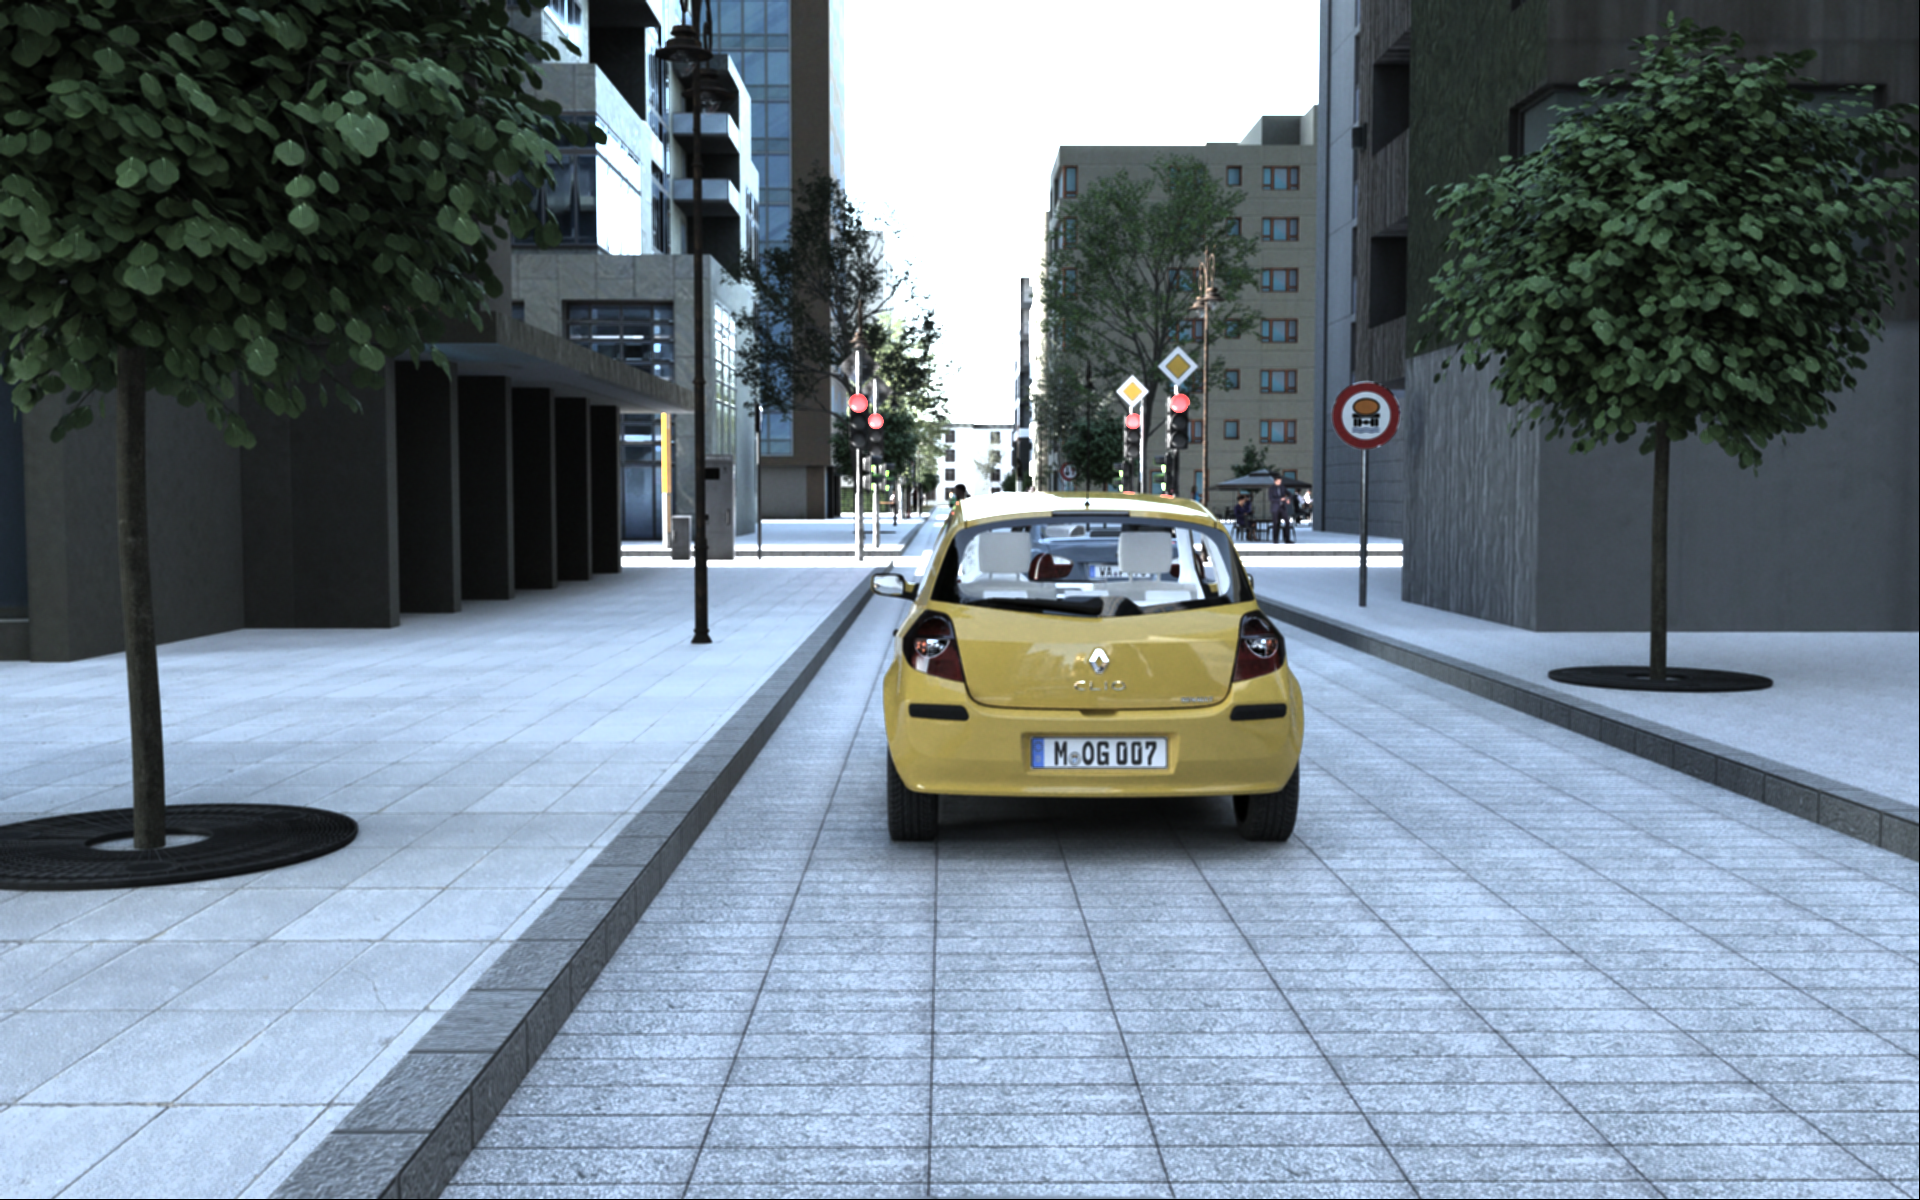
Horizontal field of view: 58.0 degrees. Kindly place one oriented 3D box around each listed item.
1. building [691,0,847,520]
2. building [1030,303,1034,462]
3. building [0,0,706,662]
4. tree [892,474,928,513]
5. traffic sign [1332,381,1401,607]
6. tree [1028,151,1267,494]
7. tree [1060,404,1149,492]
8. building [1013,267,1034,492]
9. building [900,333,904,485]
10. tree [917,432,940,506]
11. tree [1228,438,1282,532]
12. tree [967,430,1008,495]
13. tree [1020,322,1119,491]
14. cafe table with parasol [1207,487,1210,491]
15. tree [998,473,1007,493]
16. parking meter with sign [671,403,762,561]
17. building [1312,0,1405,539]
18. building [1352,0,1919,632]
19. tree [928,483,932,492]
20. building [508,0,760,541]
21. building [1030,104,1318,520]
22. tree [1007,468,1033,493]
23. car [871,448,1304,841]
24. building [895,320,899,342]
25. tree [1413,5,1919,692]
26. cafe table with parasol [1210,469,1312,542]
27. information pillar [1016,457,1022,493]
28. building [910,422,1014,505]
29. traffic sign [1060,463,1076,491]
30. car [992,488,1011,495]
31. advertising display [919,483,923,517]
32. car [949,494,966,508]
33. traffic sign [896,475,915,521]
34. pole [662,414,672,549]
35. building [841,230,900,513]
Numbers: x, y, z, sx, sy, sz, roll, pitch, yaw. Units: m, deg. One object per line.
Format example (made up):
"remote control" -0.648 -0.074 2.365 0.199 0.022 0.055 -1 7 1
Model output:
"building" -13.342 -26.998 91.520 14.600 45.320 14.200 0 4 0
"building" 14.186 -18.002 150.755 16.016 20.091 11.380 0 4 0
"building" -18.832 -22.262 18.617 28.867 44.769 22.147 0 4 0
"tree" -3.648 -7.654 119.738 1.663 3.219 1.824 0 3 0
"traffic sign" 4.601 -1.199 19.706 0.768 2.556 0.104 0 4 5
"tree" 5.687 -7.764 52.698 9.928 11.665 9.643 0 3 0
"tree" 5.330 -4.893 63.710 4.285 4.588 4.351 0 3 0
"building" 19.170 -20.107 172.721 27.936 21.610 32.646 0 4 0
"building" -21.813 -19.318 182.305 31.486 18.905 16.747 0 4 0
"tree" -3.975 -14.886 193.743 4.360 8.622 3.978 0 3 0
"tree" 9.969 -3.978 59.640 1.663 3.219 1.824 0 3 0
"tree" 3.189 -14.841 193.015 4.360 8.622 3.978 0 3 0
"tree" 4.874 -7.739 76.891 4.360 8.622 3.978 0 3 0
"cafe table with parasol" 11.697 -4.230 74.024 2.610 1.966 2.610 -3 5 -44
"tree" 3.948 -8.250 129.494 1.663 3.219 1.824 0 3 0
"parking meter with sign" -4.719 -2.281 33.563 1.738 3.016 0.543 0 4 -1
"building" 26.536 -31.108 50.616 28.212 58.520 21.231 0 4 0
"building" 12.319 -15.313 22.074 14.160 30.474 14.107 0 4 0
"tree" -3.589 -10.452 165.484 1.663 3.219 1.824 0 3 0
"building" -17.985 -45.689 59.681 22.319 86.520 31.000 0 4 0
"building" 18.610 -15.624 100.500 27.650 21.520 28.899 0 4 0
"tree" 4.667 -7.723 120.867 1.663 3.219 1.824 0 3 0
"car" 0.538 0.101 8.580 2.015 1.641 3.980 0 3 0
"building" -13.905 -18.863 164.834 16.016 20.091 11.380 0 4 0
"tree" 4.877 -1.714 11.737 4.285 4.588 4.351 0 3 0
"cafe table with parasol" 8.256 -2.579 47.025 2.610 1.966 2.610 0 4 5
"information pillar" 3.685 -7.157 108.369 0.183 3.616 0.504 3 5 41
"building" 1.503 -16.197 206.973 28.070 9.664 9.099 0 4 0
"traffic sign" 4.311 -4.139 67.777 0.768 2.556 0.104 0 4 6
"car" 1.770 -3.281 62.682 2.155 1.783 4.494 0 4 -1
"advertising display" -2.248 -5.730 98.900 0.123 1.923 0.974 0 4 4
"car" -0.212 -10.616 182.364 1.959 1.807 4.718 0 4 1
"traffic sign" -2.582 -5.013 81.960 0.884 2.594 0.081 0 4 8
"pole" -6.857 -2.855 40.523 0.158 3.312 0.155 0 3 0
"building" -13.559 -16.230 131.812 16.747 18.905 31.486 0 4 0
